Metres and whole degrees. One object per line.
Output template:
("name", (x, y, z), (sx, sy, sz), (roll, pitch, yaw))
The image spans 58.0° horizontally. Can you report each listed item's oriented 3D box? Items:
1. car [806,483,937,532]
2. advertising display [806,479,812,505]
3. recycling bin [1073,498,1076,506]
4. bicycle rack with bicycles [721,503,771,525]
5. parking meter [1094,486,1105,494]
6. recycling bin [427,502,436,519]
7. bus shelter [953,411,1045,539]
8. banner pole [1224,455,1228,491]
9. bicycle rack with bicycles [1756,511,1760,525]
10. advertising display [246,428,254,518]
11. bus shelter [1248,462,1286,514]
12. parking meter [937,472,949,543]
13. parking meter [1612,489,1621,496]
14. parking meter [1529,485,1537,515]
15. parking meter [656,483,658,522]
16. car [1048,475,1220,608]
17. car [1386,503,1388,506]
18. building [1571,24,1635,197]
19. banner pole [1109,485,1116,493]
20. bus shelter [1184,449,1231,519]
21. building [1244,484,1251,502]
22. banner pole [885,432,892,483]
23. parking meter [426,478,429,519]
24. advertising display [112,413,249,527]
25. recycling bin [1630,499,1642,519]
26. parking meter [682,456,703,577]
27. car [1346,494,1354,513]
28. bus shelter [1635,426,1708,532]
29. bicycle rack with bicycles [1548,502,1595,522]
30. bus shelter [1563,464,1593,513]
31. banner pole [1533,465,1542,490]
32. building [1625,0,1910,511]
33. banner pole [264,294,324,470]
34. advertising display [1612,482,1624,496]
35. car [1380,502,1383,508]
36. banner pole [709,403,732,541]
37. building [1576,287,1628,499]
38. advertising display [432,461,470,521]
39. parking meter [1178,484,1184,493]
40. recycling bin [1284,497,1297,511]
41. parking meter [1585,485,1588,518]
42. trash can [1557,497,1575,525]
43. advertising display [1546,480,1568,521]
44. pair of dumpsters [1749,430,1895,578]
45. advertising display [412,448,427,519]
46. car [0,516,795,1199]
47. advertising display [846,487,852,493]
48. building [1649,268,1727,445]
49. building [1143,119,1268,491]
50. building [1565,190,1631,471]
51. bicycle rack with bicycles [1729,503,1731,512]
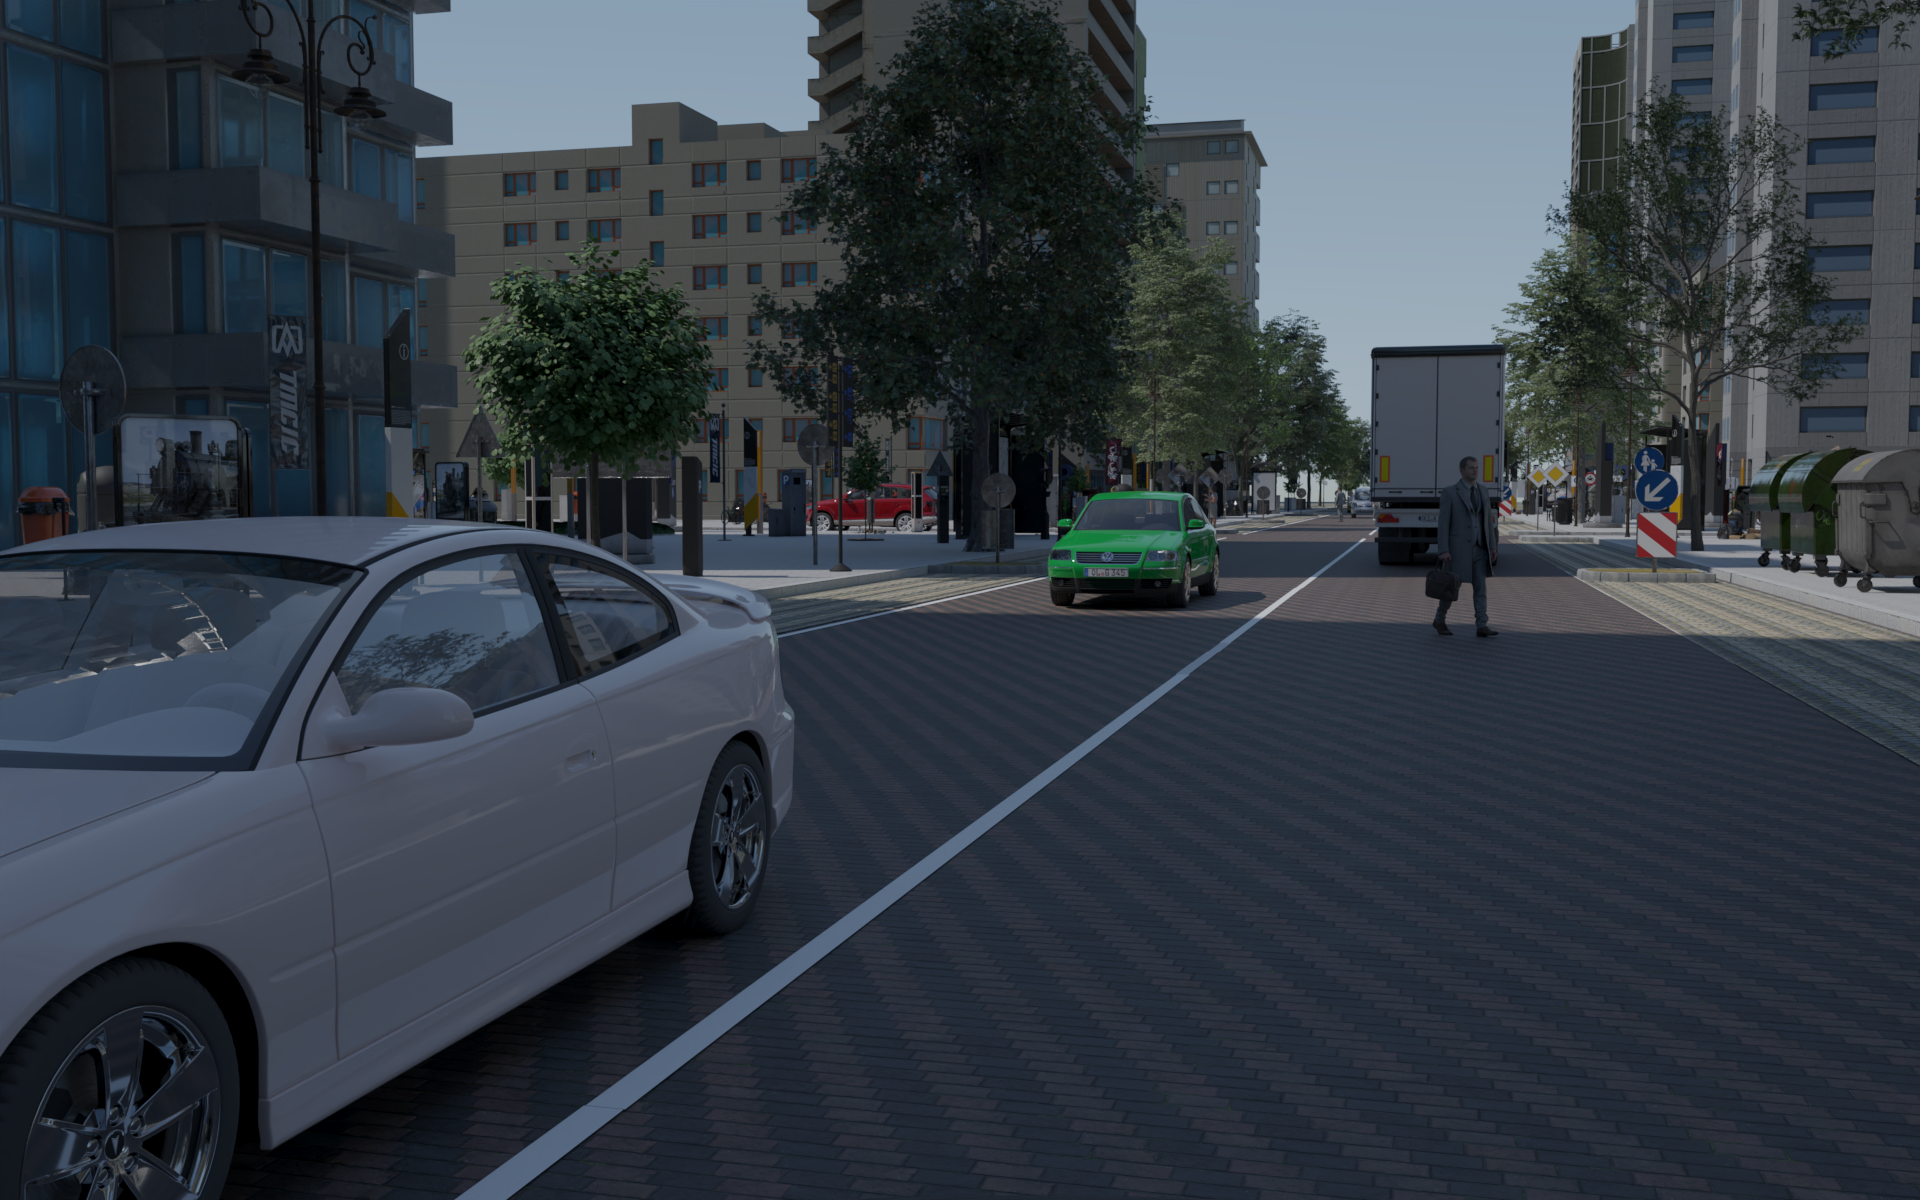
("car", (-3.059, -3.263, 62.024), (5.304, 1.827, 2.281), (1, 4, 16))
("advertising display", (-6.537, -4.183, 73.613), (0.123, 1.923, 0.974), (2, 4, 34))
("recycling bin", (7.101, -6.034, 111.209), (0.722, 1.027, 0.722), (0, 4, -1))
("bicycle rack with bicycles", (-8.860, -3.641, 72.913), (2.852, 0.926, 2.925), (3, 5, 45))
("parking meter", (4.452, -2.879, 55.484), (0.372, 1.533, 0.369), (0, 3, 0))
("recycling bin", (-16.529, -2.596, 55.001), (0.722, 1.027, 0.722), (-2, 4, -33))
("bus shelter", (1.400, -3.700, 51.771), (1.731, 3.624, 6.357), (1, 4, 15))
("banner pole", (17.114, -7.443, 111.715), (0.401, 3.779, 0.863), (3, 4, 37))
("bicycle rack with bicycles", (37.351, -3.976, 78.389), (2.925, 0.926, 2.852), (-1, 4, -17))
("advertising display", (-7.284, -0.714, 16.884), (0.974, 1.923, 0.123), (2, 4, 25))
("bus shelter", (19.912, -7.248, 112.425), (2.014, 3.302, 5.546), (1, 4, 15))
("parking meter", (-0.442, -2.415, 45.192), (0.255, 1.863, 0.399), (-1, 4, -14))
("parking meter", (30.346, -4.385, 80.113), (0.372, 1.533, 0.369), (0, 3, 0))
("parking meter", (35.185, -6.157, 106.384), (0.399, 1.863, 0.255), (2, 4, 24))
("parking meter", (-13.872, -4.562, 80.295), (0.399, 1.863, 0.255), (2, 4, 31))
("car", (2.418, -0.893, 23.404), (1.959, 1.807, 4.718), (1, 4, 16))
("car", (20.074, -3.980, 77.434), (2.083, 1.381, 4.827), (1, 4, 16))
("building", (103.696, -50.793, 268.713), (20.563, 71.187, 20.611), (1, 4, 15))
("banner pole", (10.698, -8.050, 121.640), (0.863, 3.779, 0.401), (1, 4, 17))
("bus shelter", (13.282, -6.212, 92.850), (1.731, 3.624, 6.357), (1, 4, 15))
("building", (32.947, -35.733, 276.120), (32.217, 40.220, 23.993), (1, 4, 15))
("banner pole", (-2.799, -4.791, 68.351), (0.401, 3.779, 0.863), (1, 4, 19))
("parking meter", (-16.863, -2.970, 54.264), (0.399, 1.863, 0.255), (-1, 4, -22))
("advertising display", (-6.317, -0.540, 14.047), (0.974, 1.923, 0.123), (-3, 5, -42))
("recycling bin", (34.499, -4.629, 88.241), (0.722, 1.027, 0.722), (0, 4, 5))
("parking meter", (-4.168, -1.301, 26.977), (0.255, 1.863, 0.399), (0, 4, 4))
("car", (30.629, -7.503, 132.900), (2.015, 1.641, 3.980), (1, 4, 15))
("bus shelter", (25.475, -4.336, 62.175), (1.731, 3.624, 6.357), (1, 4, 15))
("bicycle rack with bicycles", (28.327, -4.040, 79.434), (2.925, 0.926, 2.852), (1, 4, 9))
("bus shelter", (41.612, -7.561, 117.543), (2.014, 3.302, 5.546), (1, 4, 15))
("banner pole", (43.041, -8.497, 128.944), (0.863, 3.779, 0.401), (3, 5, 42))
("building", (77.408, -38.461, 170.844), (21.231, 58.520, 28.212), (1, 4, 15))
("banner pole", (-8.161, -1.926, 21.511), (0.863, 3.779, 0.401), (-3, 5, -40))
("advertising display", (33.730, -5.146, 89.348), (0.974, 1.923, 0.123), (-1, 4, -9))
("car", (38.019, -8.963, 156.770), (2.015, 1.641, 3.980), (1, 4, 17))
("banner pole", (-6.604, -3.510, 47.413), (0.401, 3.779, 0.863), (2, 4, 30))
("building", (92.816, -28.643, 240.018), (14.160, 30.474, 14.107), (1, 4, 15))
("advertising display", (-10.124, -1.794, 34.551), (0.974, 1.923, 0.123), (3, 4, 38))
("parking meter", (11.772, -5.260, 91.710), (0.255, 1.863, 0.399), (-3, 5, -45))
("recycling bin", (25.782, -7.501, 135.195), (0.722, 1.027, 0.722), (3, 5, 43))
("parking meter", (33.147, -5.284, 92.110), (0.399, 1.863, 0.255), (-1, 4, -11))
("trash can", (25.194, -3.699, 72.125), (0.748, 1.137, 0.748), (0, 3, 0))
("advertising display", (28.157, -4.681, 81.741), (0.974, 1.923, 0.123), (3, 5, 40))
("pair of dumpsters", (14.184, -1.586, 28.426), (1.574, 2.255, 4.437), (1, 4, 15))
("advertising display", (-7.701, -1.159, 24.158), (0.123, 1.923, 0.974), (0, 4, 7))
("car", (-1.942, 0.475, 4.602), (2.083, 1.381, 4.827), (1, 4, 15))
("advertising display", (-4.062, -3.884, 68.712), (0.974, 1.923, 0.123), (-2, 4, -35))
("building", (73.686, -18.239, 143.246), (27.650, 21.520, 28.899), (1, 4, 15))
("building", (28.706, -40.430, 250.270), (28.713, 52.752, 27.495), (1, 4, 15))
("building", (96.663, -36.898, 253.397), (14.600, 45.320, 14.200), (1, 4, 15))
("bicycle rack with bicycles", (30.877, -3.678, 73.521), (2.852, 0.926, 2.925), (3, 5, 43))
